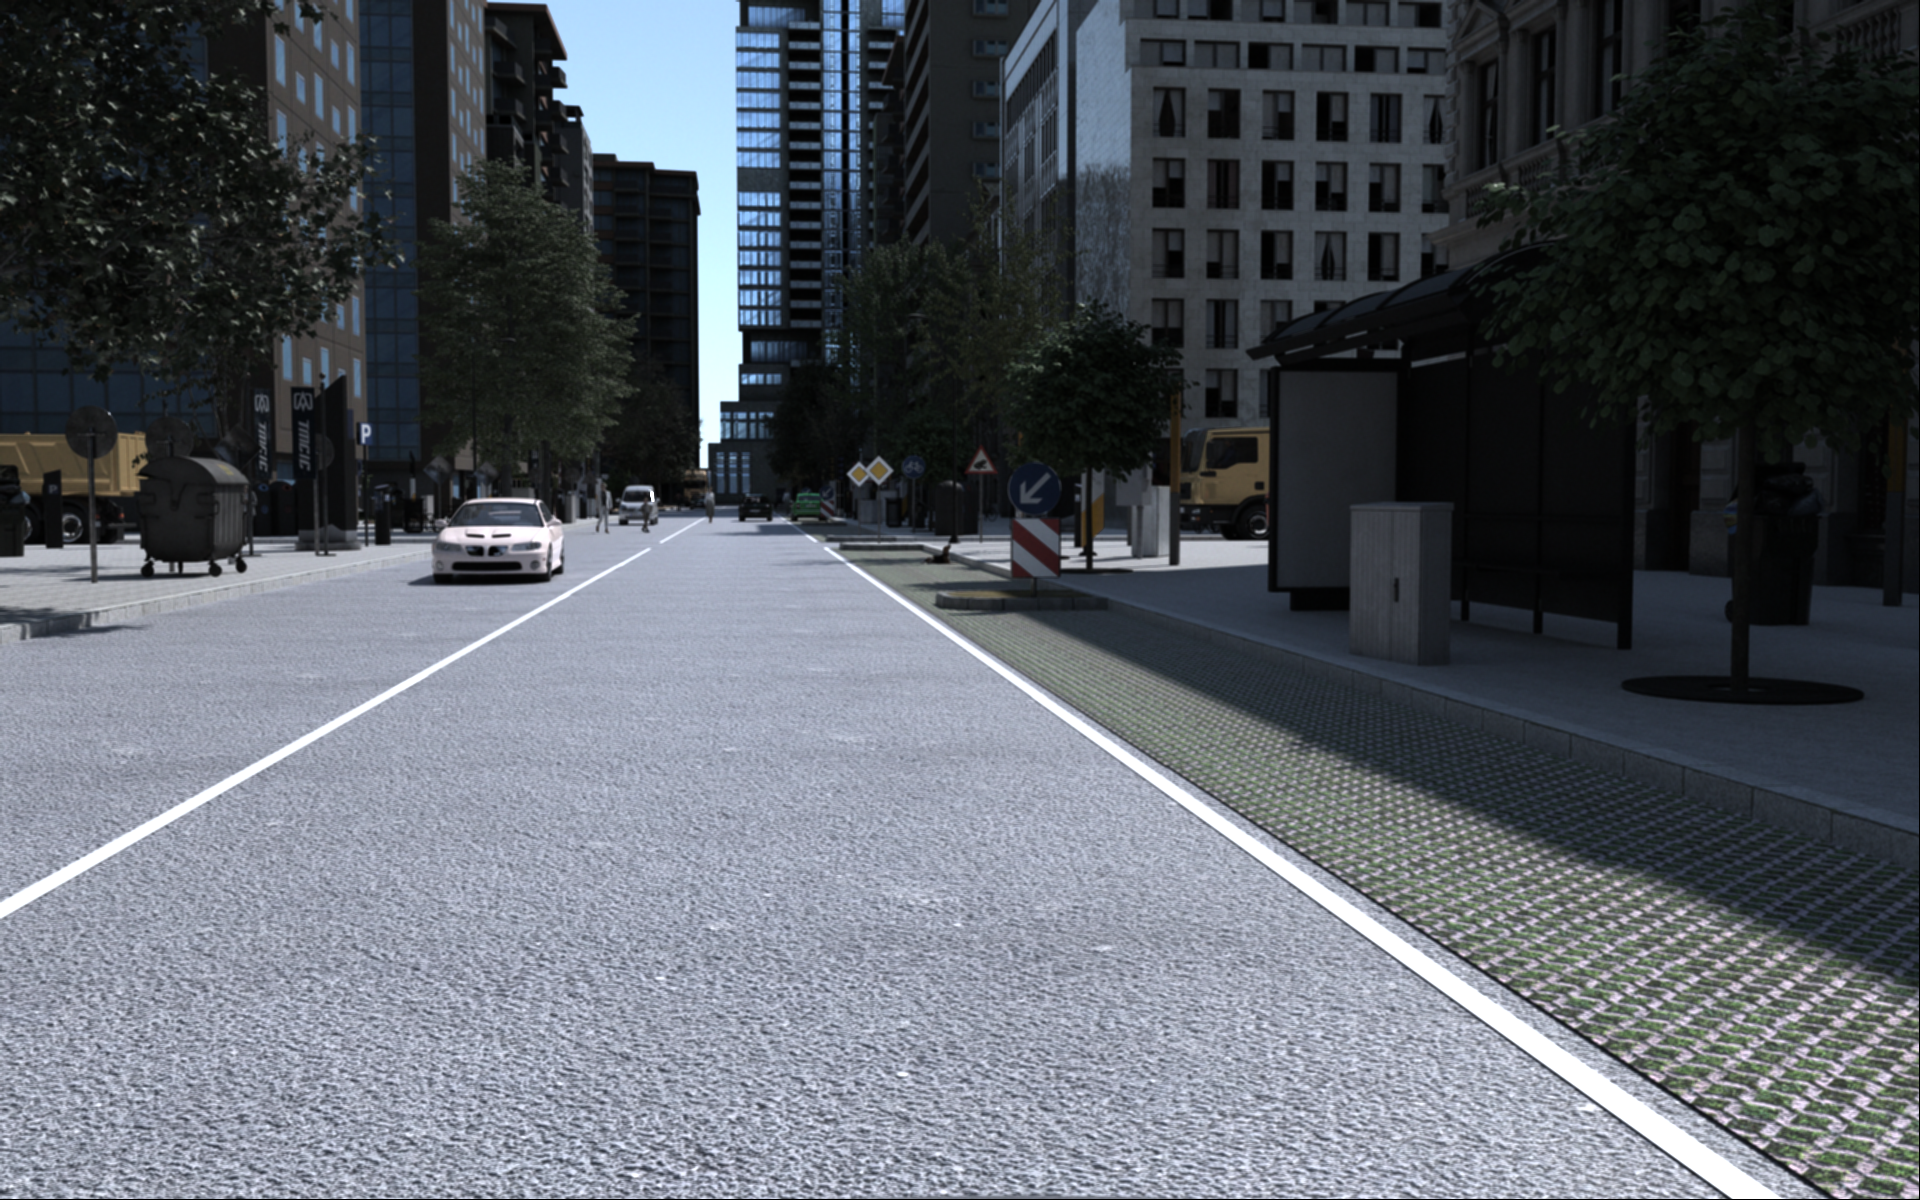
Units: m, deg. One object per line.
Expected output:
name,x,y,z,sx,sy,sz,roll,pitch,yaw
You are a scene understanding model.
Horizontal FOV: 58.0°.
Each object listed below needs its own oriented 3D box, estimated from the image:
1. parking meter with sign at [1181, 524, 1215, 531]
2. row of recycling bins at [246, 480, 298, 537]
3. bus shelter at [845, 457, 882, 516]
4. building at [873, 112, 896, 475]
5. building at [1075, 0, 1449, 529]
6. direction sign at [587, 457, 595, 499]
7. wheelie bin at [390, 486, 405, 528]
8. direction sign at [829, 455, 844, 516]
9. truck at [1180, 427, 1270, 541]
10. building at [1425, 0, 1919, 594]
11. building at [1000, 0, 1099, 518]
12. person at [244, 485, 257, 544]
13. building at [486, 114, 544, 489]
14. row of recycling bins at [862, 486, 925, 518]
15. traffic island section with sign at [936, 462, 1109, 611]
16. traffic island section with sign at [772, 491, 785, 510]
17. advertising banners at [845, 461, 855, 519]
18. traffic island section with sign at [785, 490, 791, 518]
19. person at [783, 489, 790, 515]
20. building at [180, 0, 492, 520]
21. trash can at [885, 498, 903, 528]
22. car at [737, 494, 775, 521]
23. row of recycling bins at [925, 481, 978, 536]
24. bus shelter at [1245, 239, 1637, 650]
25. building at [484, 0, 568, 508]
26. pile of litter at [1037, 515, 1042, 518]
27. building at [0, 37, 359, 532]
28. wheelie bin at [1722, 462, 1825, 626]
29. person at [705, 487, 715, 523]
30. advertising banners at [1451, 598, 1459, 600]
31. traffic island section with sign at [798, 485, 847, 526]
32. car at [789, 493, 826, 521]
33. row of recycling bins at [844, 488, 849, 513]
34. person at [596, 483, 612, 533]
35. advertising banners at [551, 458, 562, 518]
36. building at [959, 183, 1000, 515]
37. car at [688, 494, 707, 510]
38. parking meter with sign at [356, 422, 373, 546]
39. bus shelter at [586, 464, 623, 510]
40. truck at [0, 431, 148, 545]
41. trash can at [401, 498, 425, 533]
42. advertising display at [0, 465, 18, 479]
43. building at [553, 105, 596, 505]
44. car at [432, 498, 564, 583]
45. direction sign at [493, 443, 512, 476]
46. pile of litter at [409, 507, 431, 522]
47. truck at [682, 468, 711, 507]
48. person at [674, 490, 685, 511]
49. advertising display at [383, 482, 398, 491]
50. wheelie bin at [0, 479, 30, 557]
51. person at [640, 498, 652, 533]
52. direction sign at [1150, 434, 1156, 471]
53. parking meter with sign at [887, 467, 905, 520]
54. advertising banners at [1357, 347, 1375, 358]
parking meter with sign,8.103,-3.941,60.696,1.738,3.016,0.543,0,4,1
row of recycling bins,-21.093,-2.795,52.817,1.069,1.692,3.534,2,4,28
bus shelter,-5.404,-6.397,98.516,2.014,3.302,5.546,0,4,-7
building,-2.589,-30.951,189.641,14.154,41.232,14.086,0,4,-7
building,13.779,-13.034,67.865,16.860,20.320,10.420,0,4,-7
direction sign,-22.703,-7.006,106.551,0.379,3.537,0.876,1,4,19
wheelie bin,-21.541,-3.560,66.118,0.693,1.594,0.980,-2,4,-27
direction sign,-7.245,-6.689,101.367,0.876,3.537,0.379,0,4,-2
truck,10.494,-3.354,50.758,9.791,3.379,3.469,0,4,-6
building,16.265,-12.184,28.095,11.050,23.489,19.941,0,4,-7
building,9.347,-16.324,84.923,12.078,24.808,19.932,0,4,-7
person,-19.102,-2.304,46.359,0.537,1.800,0.526,-1,4,-11
building,-39.521,-22.000,131.406,14.160,30.474,14.107,0,4,-7
row of recycling bins,-3.525,-5.290,93.600,3.534,1.692,1.069,-1,4,-13
traffic island section with sign,0.723,-0.822,22.060,1.989,1.847,2.006,0,4,-7
traffic island section with sign,-18.725,-10.517,180.577,1.989,1.847,2.006,0,4,-7
advertising banners,-5.780,-5.835,91.594,0.090,3.025,2.074,1,4,10
traffic island section with sign,-9.423,-5.878,104.733,1.989,1.847,2.006,0,4,-7
person,-12.019,-6.834,120.461,0.478,1.798,0.641,2,4,26
building,-36.331,-27.707,103.120,14.600,45.320,14.200,0,4,-7
trash can,-2.532,-3.348,66.396,0.748,1.137,0.748,0,3,0
car,-10.843,-5.030,92.026,2.009,1.686,4.222,0,4,-5
row of recycling bins,-0.135,-2.892,54.403,1.069,1.692,3.534,1,4,11
bus shelter,4.484,-1.384,16.546,2.014,3.302,5.546,0,4,-7
building,-46.381,-30.458,152.605,22.147,44.769,28.867,0,4,-7
pile of litter,2.960,-3.453,70.420,1.176,0.858,1.719,-1,4,-19
building,-30.605,-25.250,62.953,14.600,45.320,14.200,0,4,-7
wheelie bin,8.053,-0.561,17.081,0.980,1.594,0.693,-1,4,-11
person,-12.437,-4.736,86.167,0.478,1.798,0.641,0,4,3
advertising banners,6.127,-1.507,20.828,2.074,3.025,0.090,1,4,14
traffic island section with sign,-6.136,-4.242,77.977,1.989,1.847,2.006,0,4,-7
car,-8.032,-5.076,91.792,1.959,1.807,4.718,0,4,-8
row of recycling bins,-7.889,-6.852,119.149,1.069,1.692,3.534,1,4,21
person,-13.051,-3.362,63.345,0.514,1.842,0.818,-3,4,-36
advertising banners,-19.662,-5.389,84.299,0.090,3.025,2.074,-2,4,-27
building,7.339,-17.925,112.162,14.460,24.649,34.723,0,4,-7
car,-23.813,-9.082,158.278,2.009,1.686,4.222,0,4,-7
parking meter with sign,-15.323,-2.829,42.509,1.738,3.016,0.543,1,4,14
bus shelter,-24.177,-7.583,117.901,2.014,3.302,5.546,0,4,-7
truck,-26.923,-3.042,45.668,9.791,3.379,3.469,0,4,-8
trash can,-17.898,-2.757,56.723,0.748,1.137,0.748,0,3,0
advertising display,-21.401,-2.029,38.388,0.974,1.923,0.123,-1,4,-22
building,-46.178,-30.594,183.813,14.086,41.232,14.154,0,4,-7
car,-7.838,-1.057,29.651,2.083,1.381,4.827,-1,4,-9
direction sign,-20.210,-5.173,76.575,0.379,3.537,0.876,3,5,43
pile of litter,-24.937,-3.989,79.186,1.719,0.858,1.176,0,4,-2
truck,-28.699,-12.258,189.337,2.839,4.237,11.283,0,4,-5
person,-23.815,-8.429,147.030,1.217,1.736,0.721,2,4,35
advertising display,-29.965,-5.258,91.182,0.974,1.923,0.123,2,4,32
wheelie bin,-19.529,-1.685,35.461,0.693,1.594,0.980,3,5,41
person,-11.704,-3.173,64.643,0.475,1.303,0.640,-3,5,-45
direction sign,6.358,-4.016,57.664,0.379,3.537,0.876,2,4,25
parking meter with sign,-3.260,-5.552,87.032,0.543,3.016,1.738,-2,4,-28
advertising banners,4.422,-1.470,20.218,0.090,3.025,2.074,2,4,35
